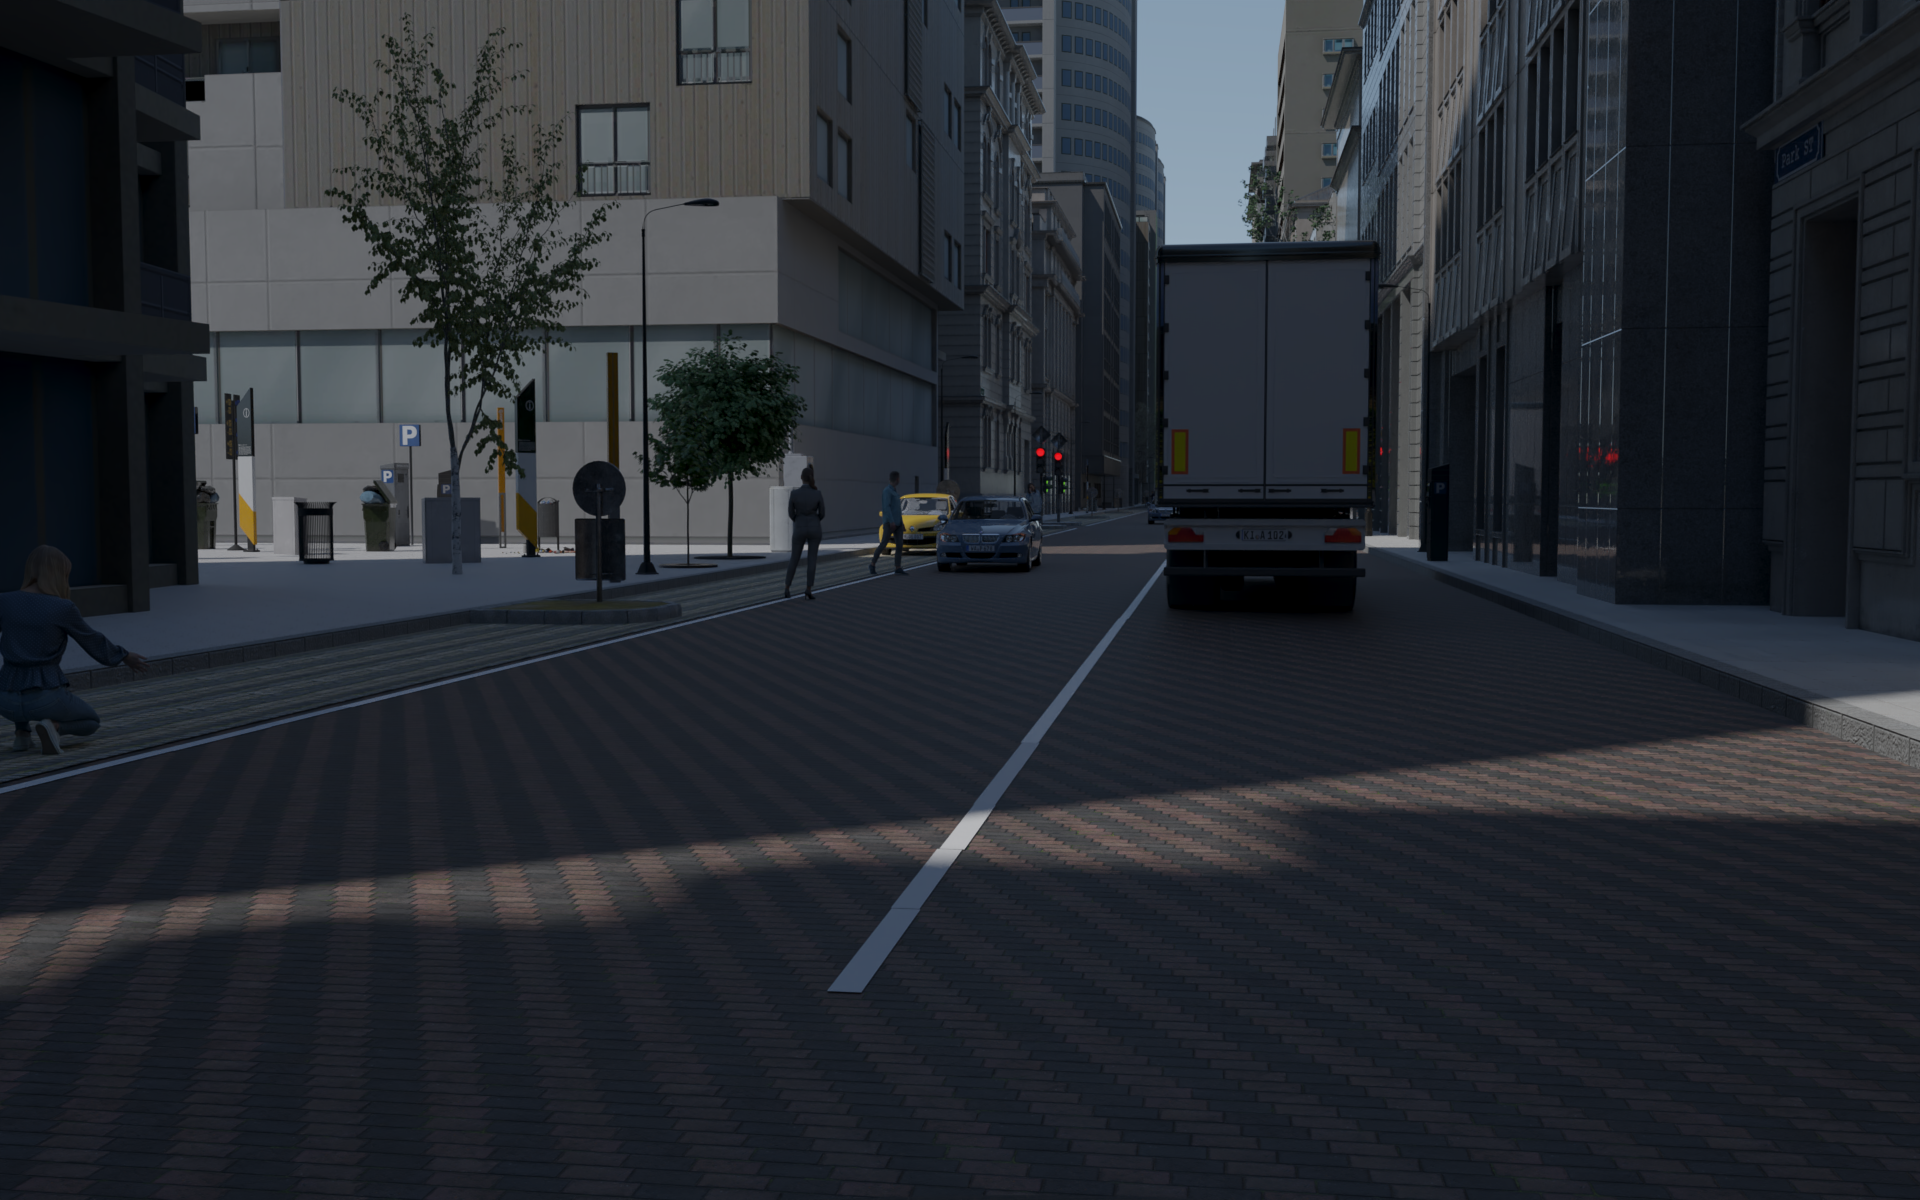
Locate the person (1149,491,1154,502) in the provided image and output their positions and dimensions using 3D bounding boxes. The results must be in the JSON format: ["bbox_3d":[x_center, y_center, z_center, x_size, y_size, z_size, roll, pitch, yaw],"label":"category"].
[{"bbox_3d":[21.525,-11.341,194.375,0.568,1.767,0.683,1,4,17],"label":"person"}]

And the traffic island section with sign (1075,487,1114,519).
[{"bbox_3d":[7.753,-5.650,101.011,1.989,1.847,2.006,1,4,8],"label":"traffic island section with sign"}]

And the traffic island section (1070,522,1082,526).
[{"bbox_3d":[4.466,-3.460,78.844,2.009,0.180,2.903,1,4,8],"label":"traffic island section"}]

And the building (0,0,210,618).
[{"bbox_3d":[-19.623,-21.787,10.838,22.147,44.769,28.867,1,4,8],"label":"building"}]

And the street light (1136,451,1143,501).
[{"bbox_3d":[18.793,-13.047,185.859,1.470,5.913,1.316,1,4,8],"label":"street light"}]

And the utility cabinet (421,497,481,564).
[{"bbox_3d":[-9.479,-1.291,32.277,1.020,1.237,0.306,-2,4,-30],"label":"utility cabinet"}]

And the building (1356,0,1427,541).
[{"bbox_3d":[18.998,-16.849,52.975,11.434,29.767,29.804,1,4,8],"label":"building"}]

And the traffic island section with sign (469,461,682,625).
[{"bbox_3d":[-4.293,-0.686,19.848,1.989,1.847,2.006,1,4,8],"label":"traffic island section with sign"}]

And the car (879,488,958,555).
[{"bbox_3d":[-0.838,-1.917,41.573,2.015,1.641,3.980,0,4,8],"label":"car"}]

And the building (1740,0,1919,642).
[{"bbox_3d":[12.383,-10.512,8.030,11.583,22.565,21.152,1,4,8],"label":"building"}]

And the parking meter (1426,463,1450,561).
[{"bbox_3d":[9.117,-1.674,33.084,0.399,1.863,0.255,0,4,0],"label":"parking meter"}]

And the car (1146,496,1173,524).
[{"bbox_3d":[10.005,-4.385,83.701,2.014,1.417,4.499,1,4,8],"label":"car"}]

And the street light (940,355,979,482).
[{"bbox_3d":[-0.076,-5.235,58.139,1.470,5.913,1.316,1,4,8],"label":"street light"}]

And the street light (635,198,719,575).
[{"bbox_3d":[-4.470,-3.357,27.431,1.470,5.913,1.316,1,4,8],"label":"street light"}]

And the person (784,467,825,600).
[{"bbox_3d":[-2.120,-0.907,23.610,0.520,1.790,0.573,-1,4,-17],"label":"person"}]

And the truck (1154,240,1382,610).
[{"bbox_3d":[4.275,-2.198,24.850,2.839,4.237,11.283,1,4,9],"label":"truck"}]

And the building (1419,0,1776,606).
[{"bbox_3d":[15.009,-12.861,28.302,12.078,24.808,19.932,1,4,8],"label":"building"}]

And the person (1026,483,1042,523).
[{"bbox_3d":[2.389,-2.879,55.835,0.793,1.790,0.793,2,4,23],"label":"person"}]

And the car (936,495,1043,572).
[{"bbox_3d":[0.625,-1.317,33.530,2.014,1.417,4.499,0,4,7],"label":"car"}]

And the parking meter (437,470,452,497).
[{"bbox_3d":[-11.989,-2.122,40.409,0.399,1.863,0.255,-1,4,-14],"label":"parking meter"}]

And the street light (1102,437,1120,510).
[{"bbox_3d":[12.342,-10.340,141.593,1.470,5.913,1.316,1,4,8],"label":"street light"}]

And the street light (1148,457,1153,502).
[{"bbox_3d":[23.394,-14.923,216.537,1.470,5.913,1.316,1,4,8],"label":"street light"}]

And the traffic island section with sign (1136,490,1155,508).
[{"bbox_3d":[19.102,-10.331,177.536,1.989,1.847,2.006,1,4,8],"label":"traffic island section with sign"}]

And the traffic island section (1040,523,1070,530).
[{"bbox_3d":[3.294,-2.976,70.945,2.009,0.180,2.903,1,4,8],"label":"traffic island section"}]

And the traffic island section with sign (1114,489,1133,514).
[{"bbox_3d":[11.725,-7.281,127.673,1.989,1.847,2.006,1,4,8],"label":"traffic island section with sign"}]

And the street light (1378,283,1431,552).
[{"bbox_3d":[9.766,-4.018,38.240,1.470,5.913,1.316,1,4,8],"label":"street light"}]

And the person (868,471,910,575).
[{"bbox_3d":[-1.242,-1.364,30.660,0.748,1.841,0.638,2,4,30],"label":"person"}]

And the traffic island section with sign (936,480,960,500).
[{"bbox_3d":[-0.332,-2.317,46.512,1.989,1.847,2.006,1,4,8],"label":"traffic island section with sign"}]

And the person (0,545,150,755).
[{"bbox_3d":[-5.195,0.264,9.682,1.012,1.151,0.738,0,4,-4],"label":"person"}]

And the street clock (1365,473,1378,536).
[{"bbox_3d":[12.390,-2.930,52.483,0.471,2.002,0.358,-1,4,-16],"label":"street clock"}]

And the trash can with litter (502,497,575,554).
[{"bbox_3d":[-8.666,-1.620,37.550,2.233,1.210,1.678,1,4,23],"label":"trash can with litter"}]

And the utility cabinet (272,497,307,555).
[{"bbox_3d":[-14.228,-1.568,36.806,1.020,1.237,0.306,3,5,43],"label":"utility cabinet"}]

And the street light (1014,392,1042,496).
[{"bbox_3d":[3.035,-6.500,78.811,1.470,5.913,1.316,1,4,8],"label":"street light"}]

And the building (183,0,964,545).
[{"bbox_3d":[-14.600,-28.624,57.239,27.495,52.752,28.713,1,4,8],"label":"building"}]

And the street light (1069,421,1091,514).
[{"bbox_3d":[7.615,-8.421,110.222,1.470,5.913,1.316,1,4,8],"label":"street light"}]
